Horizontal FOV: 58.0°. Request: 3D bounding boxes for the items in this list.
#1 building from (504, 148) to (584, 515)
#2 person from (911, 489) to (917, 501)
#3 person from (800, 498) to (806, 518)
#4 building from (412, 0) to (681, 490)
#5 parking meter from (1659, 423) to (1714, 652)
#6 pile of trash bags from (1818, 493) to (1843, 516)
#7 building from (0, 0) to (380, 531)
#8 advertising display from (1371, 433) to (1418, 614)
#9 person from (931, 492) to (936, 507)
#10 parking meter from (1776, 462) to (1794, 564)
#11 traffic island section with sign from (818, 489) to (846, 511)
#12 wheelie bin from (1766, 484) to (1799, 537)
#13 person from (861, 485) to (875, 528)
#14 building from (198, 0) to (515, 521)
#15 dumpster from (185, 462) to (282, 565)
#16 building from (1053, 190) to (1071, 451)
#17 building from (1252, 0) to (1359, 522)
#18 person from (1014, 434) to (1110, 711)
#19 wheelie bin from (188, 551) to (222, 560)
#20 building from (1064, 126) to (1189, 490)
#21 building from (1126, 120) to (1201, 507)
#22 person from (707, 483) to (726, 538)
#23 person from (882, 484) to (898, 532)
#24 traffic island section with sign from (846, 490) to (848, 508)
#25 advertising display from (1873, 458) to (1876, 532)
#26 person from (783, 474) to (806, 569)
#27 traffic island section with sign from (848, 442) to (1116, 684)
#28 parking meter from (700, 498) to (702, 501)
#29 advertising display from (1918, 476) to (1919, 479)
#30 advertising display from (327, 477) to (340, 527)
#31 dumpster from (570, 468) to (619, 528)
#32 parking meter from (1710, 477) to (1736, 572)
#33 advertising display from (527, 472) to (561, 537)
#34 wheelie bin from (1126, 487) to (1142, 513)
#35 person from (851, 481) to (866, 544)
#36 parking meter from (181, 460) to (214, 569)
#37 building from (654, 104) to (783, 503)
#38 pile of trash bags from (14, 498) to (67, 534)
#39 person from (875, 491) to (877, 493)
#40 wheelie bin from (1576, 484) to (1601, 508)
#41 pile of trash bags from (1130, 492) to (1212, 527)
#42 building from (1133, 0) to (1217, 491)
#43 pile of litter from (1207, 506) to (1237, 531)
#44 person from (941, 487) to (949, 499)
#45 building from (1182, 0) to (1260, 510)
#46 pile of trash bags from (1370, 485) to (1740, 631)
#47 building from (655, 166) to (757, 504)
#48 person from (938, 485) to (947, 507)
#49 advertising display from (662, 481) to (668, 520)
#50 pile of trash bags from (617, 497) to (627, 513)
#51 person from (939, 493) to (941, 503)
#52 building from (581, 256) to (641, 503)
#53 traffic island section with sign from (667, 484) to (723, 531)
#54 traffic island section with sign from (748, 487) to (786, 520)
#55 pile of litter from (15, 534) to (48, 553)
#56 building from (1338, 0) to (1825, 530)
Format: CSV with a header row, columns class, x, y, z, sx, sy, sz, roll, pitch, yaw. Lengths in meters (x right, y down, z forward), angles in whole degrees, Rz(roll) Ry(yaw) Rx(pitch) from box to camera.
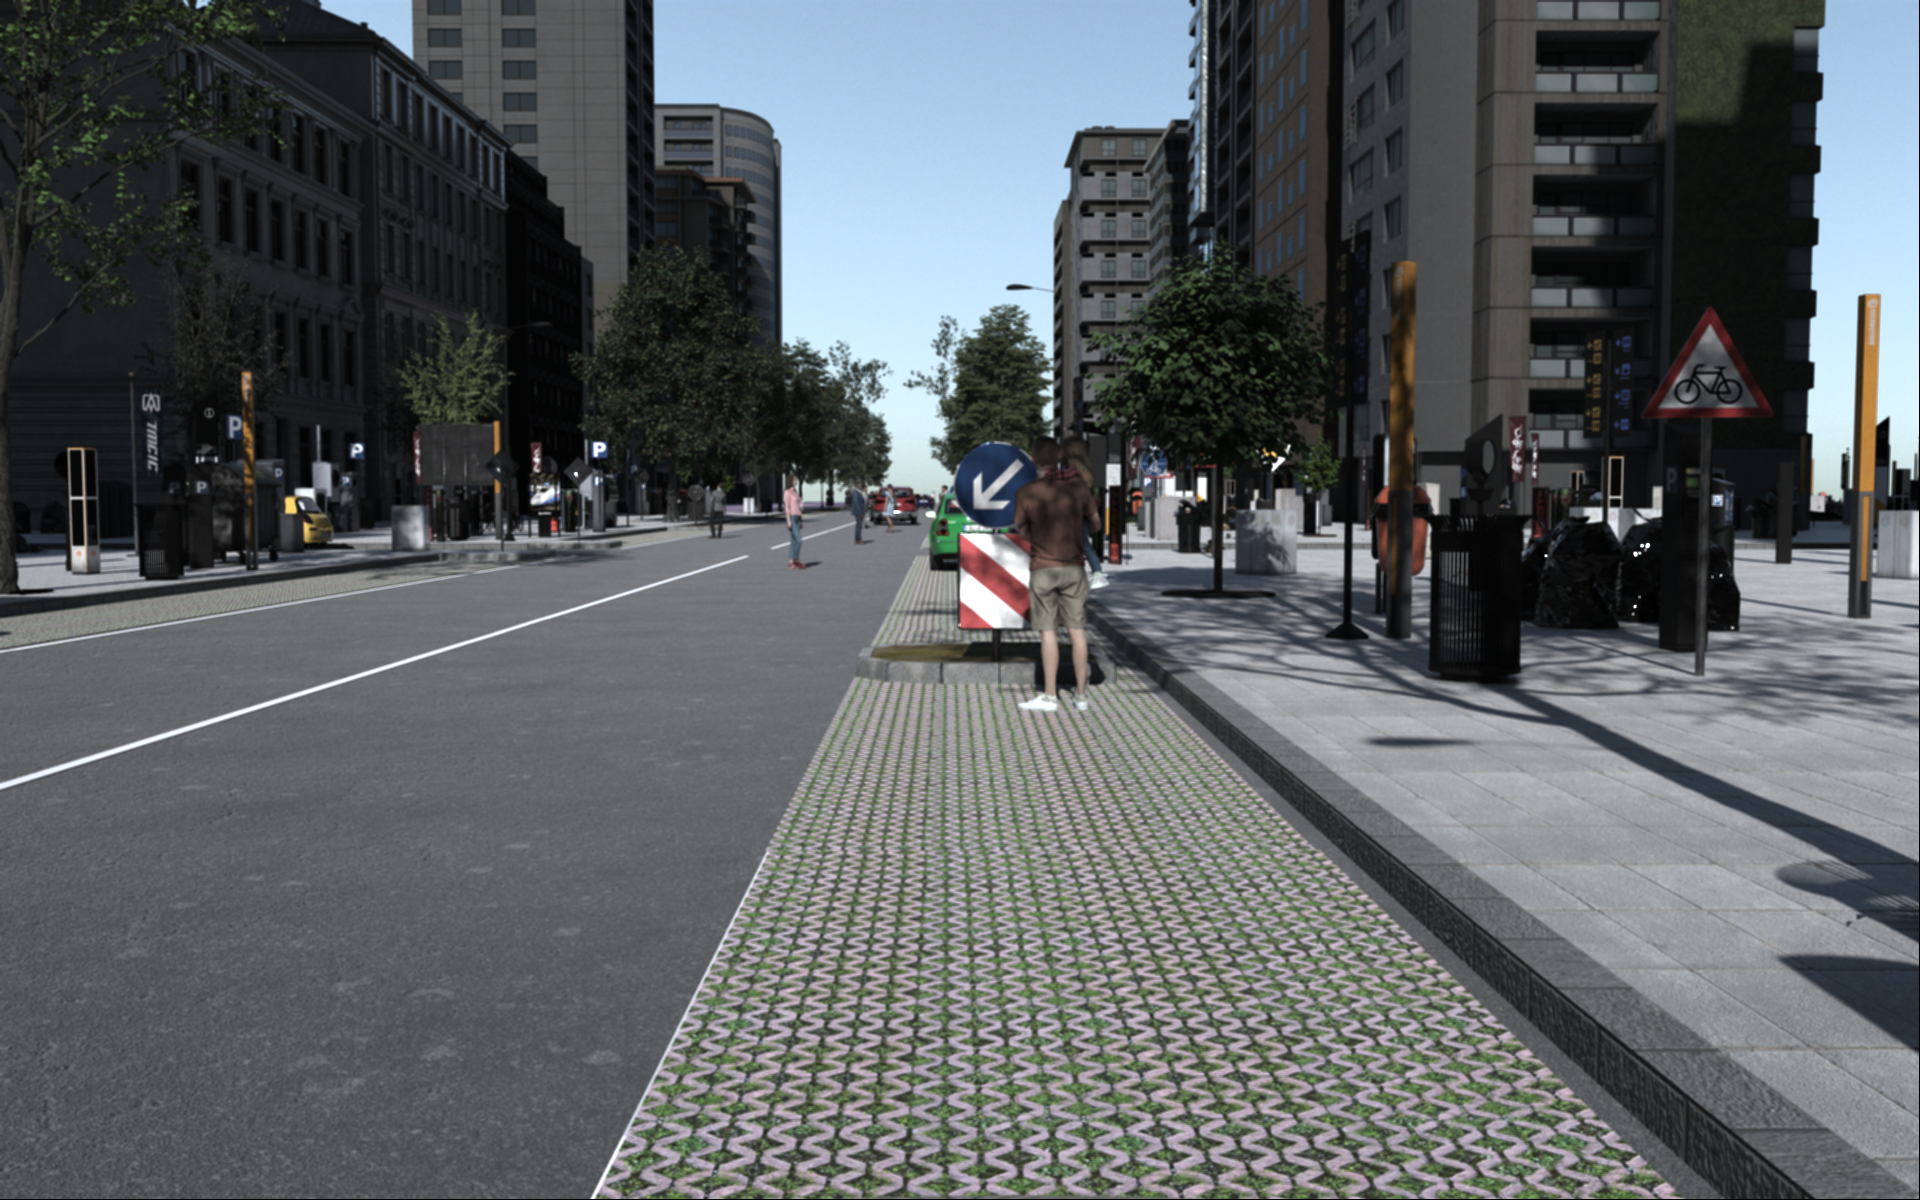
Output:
class,x,y,z,sx,sy,sz,roll,pitch,yaw
building,-32.565,-17.357,113.465,12.332,23.373,15.834,0,4,0
person,-3.346,-6.826,120.374,0.678,1.792,0.850,-1,4,-13
person,-9.515,-5.523,103.810,0.505,1.210,0.382,-2,4,-26
building,-36.837,-44.093,159.174,20.563,71.187,20.611,0,4,0
parking meter,5.928,-0.516,14.143,0.255,1.863,0.399,0,4,-4
pile of trash bags,50.762,-5.578,100.951,1.912,1.369,3.447,0,4,6
building,-32.545,-14.298,69.925,11.583,22.565,21.152,0,4,0
advertising display,4.713,-0.830,18.783,0.123,1.923,0.974,3,4,36
person,-2.985,-11.386,195.601,0.436,1.711,0.756,-1,4,-12
parking meter,15.218,-1.605,31.953,0.255,1.863,0.399,2,4,24
traffic island section with sign,-10.946,-8.439,146.599,1.989,1.847,2.006,0,4,0
wheelie bin,24.806,-2.717,52.330,0.980,1.594,0.693,-1,4,-14
person,-4.044,-3.923,72.918,0.850,1.792,0.678,3,5,40
building,-33.002,-18.082,92.910,12.463,27.353,25.104,0,4,0
dumpster,-13.552,-1.616,32.176,1.264,1.857,1.865,0,4,0
building,25.853,-39.518,269.813,21.300,48.544,21.600,0,4,0
building,22.783,-26.635,85.589,14.600,45.320,14.200,0,4,0
person,0.687,-0.185,11.505,0.573,1.828,0.580,2,4,31
wheelie bin,-14.792,-1.599,34.054,0.693,1.594,0.980,0,4,-7
building,29.882,-40.111,245.045,28.713,52.752,27.495,0,4,0
building,31.715,-29.344,171.661,32.217,40.220,23.993,0,4,0
person,-7.875,-2.900,56.094,0.592,1.802,0.473,-1,4,-21
person,-2.574,-3.435,64.763,0.616,1.811,0.778,-2,4,-29
traffic island section with sign,-11.137,-10.087,173.553,1.989,1.847,2.006,0,4,0
advertising display,16.254,-1.576,30.977,0.123,1.923,0.974,2,4,31
person,-3.170,-1.499,33.022,0.388,1.821,0.555,1,4,11
traffic island section with sign,0.172,-0.323,13.915,1.989,1.847,2.006,0,4,0
parking meter,-15.796,-6.006,106.607,0.372,1.533,0.369,0,3,0
advertising display,33.754,-3.368,60.276,0.974,1.923,0.123,-1,4,-13
advertising display,-23.762,-3.718,66.001,0.974,1.923,0.123,1,4,16
dumpster,-13.681,-3.809,64.766,1.502,2.255,1.985,0,4,0
parking meter,11.329,-1.062,25.781,0.372,1.533,0.369,0,3,0
advertising display,-12.298,-2.815,51.247,0.974,1.923,0.123,-1,4,-14
wheelie bin,8.319,-4.538,82.106,0.693,1.594,0.980,3,5,45
person,-2.923,-2.521,49.906,0.419,1.800,0.721,0,4,-5
parking meter,-13.084,-1.473,29.788,0.399,1.863,0.255,-3,4,-39
building,-38.744,-44.035,261.963,21.231,58.520,28.212,0,4,0
pile of trash bags,-30.939,-2.864,56.582,3.447,1.369,1.912,-1,4,-12
person,-9.947,-12.083,206.066,0.705,1.823,1.348,2,4,35
wheelie bin,19.976,-2.873,54.878,0.980,1.594,0.693,3,4,36
pile of trash bags,8.482,-3.634,69.166,3.447,1.369,1.912,1,4,22
building,27.248,-50.708,141.739,22.319,86.520,31.000,0,4,0
pile of litter,9.355,-2.891,61.236,1.719,0.858,1.176,-3,4,-36
person,-0.673,-4.633,84.210,0.622,1.834,0.822,2,4,34
building,25.937,-41.096,110.180,20.563,71.187,20.611,0,4,0
pile of trash bags,5.860,-0.461,17.283,3.447,1.369,1.912,1,4,13
building,-39.147,-35.392,233.275,22.147,44.769,28.867,0,4,0
person,-0.579,-3.893,72.420,0.850,1.792,0.678,-1,4,-9
advertising display,-14.379,-4.896,85.255,0.123,1.923,0.974,1,4,18
pile of trash bags,-23.673,-6.562,117.041,3.447,1.369,1.912,-3,4,-38
person,-2.981,-15.572,264.578,0.415,1.643,0.593,1,4,18
building,-41.314,-17.793,135.950,27.650,21.520,28.899,0,4,0
traffic island section with sign,-10.411,-3.645,68.227,1.989,1.847,2.006,0,4,0
traffic island section with sign,-10.595,-5.294,95.182,1.989,1.847,2.006,0,4,0
pile of litter,-20.938,-1.462,37.875,1.719,0.858,1.176,0,4,8
building,23.357,-23.473,67.373,14.086,41.232,14.154,0,4,0
